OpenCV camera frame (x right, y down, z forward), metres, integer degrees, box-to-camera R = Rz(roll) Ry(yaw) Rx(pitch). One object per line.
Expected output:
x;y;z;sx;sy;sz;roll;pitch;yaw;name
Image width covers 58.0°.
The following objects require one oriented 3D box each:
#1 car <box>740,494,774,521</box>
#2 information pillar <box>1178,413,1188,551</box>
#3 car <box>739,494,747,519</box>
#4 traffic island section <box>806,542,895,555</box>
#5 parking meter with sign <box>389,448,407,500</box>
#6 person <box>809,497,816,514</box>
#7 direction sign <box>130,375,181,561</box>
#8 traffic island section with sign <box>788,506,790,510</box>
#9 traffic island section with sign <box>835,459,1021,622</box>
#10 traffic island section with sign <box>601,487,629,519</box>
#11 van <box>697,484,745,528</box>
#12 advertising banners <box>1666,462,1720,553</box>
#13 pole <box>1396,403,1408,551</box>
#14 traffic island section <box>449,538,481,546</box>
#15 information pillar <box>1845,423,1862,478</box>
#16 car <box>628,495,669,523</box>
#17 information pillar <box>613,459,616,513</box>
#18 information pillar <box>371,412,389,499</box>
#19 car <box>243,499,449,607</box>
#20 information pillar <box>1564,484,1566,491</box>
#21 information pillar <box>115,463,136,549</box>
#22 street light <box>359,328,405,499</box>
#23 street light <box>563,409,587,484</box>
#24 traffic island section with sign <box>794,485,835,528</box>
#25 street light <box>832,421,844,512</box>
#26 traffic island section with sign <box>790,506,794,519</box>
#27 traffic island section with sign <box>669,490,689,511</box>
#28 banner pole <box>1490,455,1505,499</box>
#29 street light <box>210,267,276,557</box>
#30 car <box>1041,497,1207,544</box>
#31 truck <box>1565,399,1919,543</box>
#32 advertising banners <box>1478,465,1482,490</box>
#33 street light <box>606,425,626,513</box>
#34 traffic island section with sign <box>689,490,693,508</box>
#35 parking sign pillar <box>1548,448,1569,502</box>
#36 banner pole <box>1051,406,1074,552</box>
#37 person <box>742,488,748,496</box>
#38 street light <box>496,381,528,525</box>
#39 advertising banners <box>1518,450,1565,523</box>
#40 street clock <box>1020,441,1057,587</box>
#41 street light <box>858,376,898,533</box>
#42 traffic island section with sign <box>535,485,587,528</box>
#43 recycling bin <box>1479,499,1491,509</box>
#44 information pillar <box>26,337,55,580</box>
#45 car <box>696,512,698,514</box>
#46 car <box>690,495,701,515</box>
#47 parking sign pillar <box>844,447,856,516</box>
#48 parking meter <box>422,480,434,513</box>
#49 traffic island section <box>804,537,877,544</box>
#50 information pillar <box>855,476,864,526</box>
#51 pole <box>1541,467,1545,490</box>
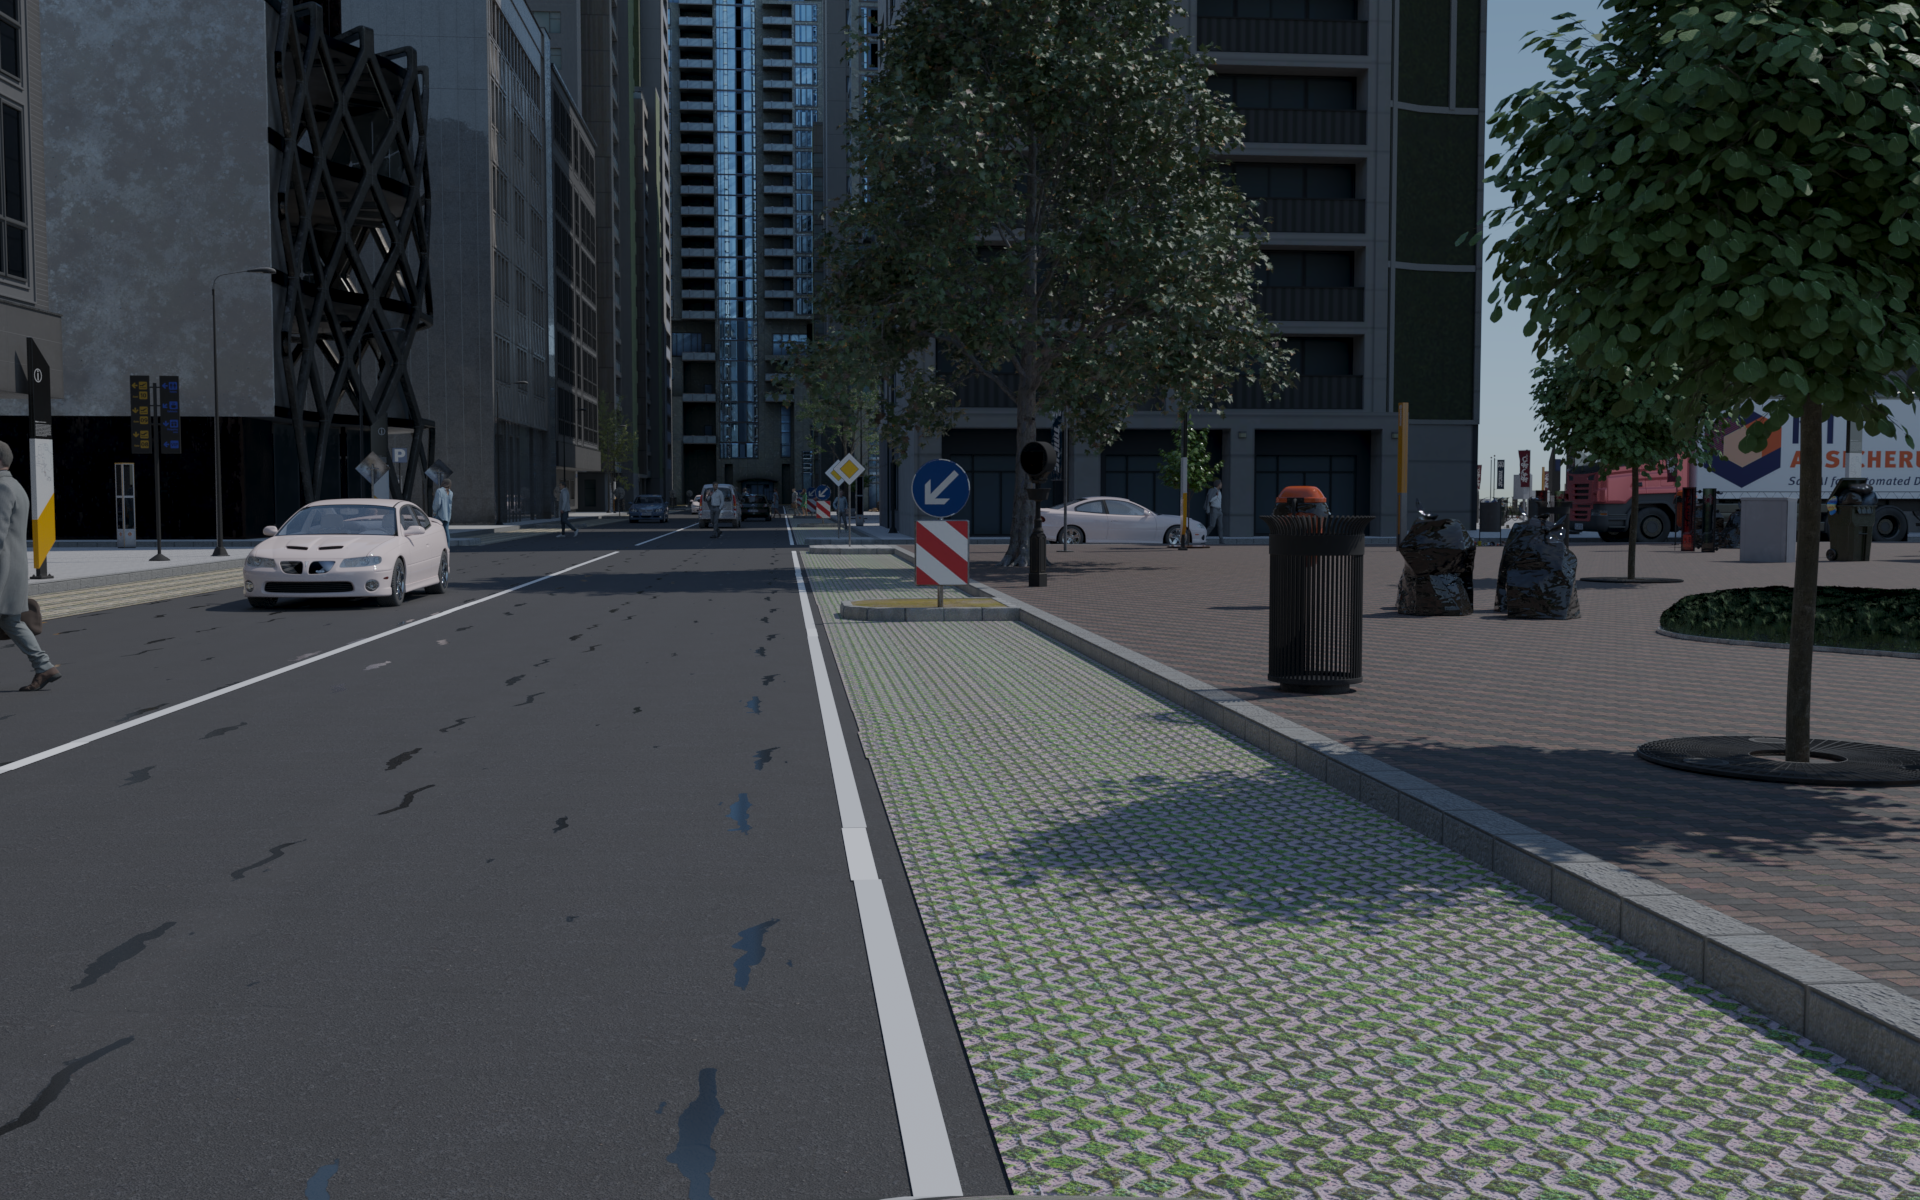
-10.929;-5.040;92.192;2.009;1.686;4.222;0;4;-4;car
5.080;-2.933;39.309;0.183;3.616;0.504;0;4;1;information pillar
-13.062;-5.472;99.252;2.009;1.686;4.222;0;4;-7;car
-2.665;-1.216;42.165;2.009;0.180;2.903;0;4;-6;traffic island section
-21.686;-4.298;66.527;0.543;3.016;1.738;-2;4;-30;parking meter with sign
-10.741;-7.091;125.902;0.593;1.643;0.415;-1;4;-13;person
-15.381;-2.518;33.173;0.876;3.537;0.379;-1;4;-9;direction sign
-14.002;-8.756;151.785;1.989;1.847;2.006;0;4;-6;traffic island section with sign
-0.397;-0.712;20.265;1.989;1.847;2.006;0;4;-6;traffic island section with sign
-19.720;-5.620;100.510;1.989;1.847;2.006;0;4;-6;traffic island section with sign
-10.230;-4.091;73.893;2.013;2.044;4.112;0;4;-5;van
16.352;-2.605;38.783;0.090;3.025;2.074;-1;4;-10;advertising banners
9.905;-2.749;38.783;0.158;3.312;0.155;0;3;0;pole
-14.719;-1.631;48.955;2.009;0.180;2.903;0;4;-6;traffic island section
18.095;-2.675;35.099;0.504;3.616;0.183;-2;4;-35;information pillar
-15.615;-4.588;87.010;2.014;1.417;4.499;0;4;-6;car
-23.085;-7.609;115.762;0.183;3.616;0.504;0;4;-6;information pillar
-16.548;-3.555;49.471;0.504;3.616;0.183;0;4;4;information pillar
-8.204;-0.681;23.497;2.083;1.381;4.827;0;4;-5;car
42.468;-7.140;121.224;0.304;2.012;0.304;1;4;8;information pillar
-19.717;-2.228;40.924;0.304;2.012;0.304;2;4;33;information pillar
-16.221;-4.649;48.556;1.470;5.913;1.316;0;4;-6;street light
-20.970;-7.442;94.213;1.470;5.913;1.316;0;4;-6;street light
-6.018;-4.034;74.577;1.989;1.847;2.006;0;4;-6;traffic island section with sign
-5.059;-6.524;79.215;1.470;5.913;1.316;0;4;-6;street light
-8.790;-5.674;101.389;1.989;1.847;2.006;0;4;-6;traffic island section with sign
-24.937;-8.705;150.960;1.989;1.847;2.006;0;4;-6;traffic island section with sign
34.337;-7.373;110.565;0.863;3.779;0.401;1;4;13;banner pole
-14.723;-3.857;35.602;1.470;5.913;1.316;0;4;-6;street light
4.075;-2.023;45.439;4.827;1.381;2.083;0;4;-6;car
22.161;-3.640;48.426;11.283;4.237;2.839;0;4;-4;truck
30.517;-6.570;103.613;0.090;3.025;2.074;-1;4;-23;advertising banners
-23.213;-8.835;116.987;1.470;5.913;1.316;0;4;-6;street light
-27.761;-10.372;178.211;1.989;1.847;2.006;0;4;-6;traffic island section with sign
32.897;-6.571;95.907;1.447;3.967;1.447;1;4;9;parking sign pillar
2.228;-2.963;38.467;0.401;3.779;0.863;-2;4;-27;banner pole
-13.151;-5.920;105.481;0.721;1.800;0.419;2;4;33;person
-18.465;-6.042;71.331;1.470;5.913;1.316;0;4;-6;street light
22.908;-4.400;68.122;2.074;3.025;0.090;3;5;43;advertising banners
1.079;-1.185;23.949;0.471;2.002;0.358;3;4;38;street clock
-2.728;-5.132;56.450;1.470;5.913;1.316;0;4;-6;street light
-16.949;-3.980;73.697;1.989;1.847;2.006;0;4;-6;traffic island section with sign
28.335;-4.991;94.160;0.722;1.027;0.722;-3;4;-36;recycling bin
-13.864;-2.127;26.127;0.183;3.616;0.504;0;4;1;information pillar
-18.701;-7.089;128.481;1.945;1.354;3.894;0;4;-5;car
-17.923;-6.691;121.764;2.083;1.381;4.827;0;4;-8;car
-6.378;-6.826;100.070;1.447;3.967;1.447;-1;4;-15;parking sign pillar
-21.456;-3.923;69.856;0.399;1.863;0.255;0;4;-2;parking meter
-3.486;-1.702;50.108;2.009;0.180;2.903;0;4;-6;traffic island section
-4.006;-3.950;69.080;0.304;2.012;0.304;-1;4;-9;information pillar
43.498;-8.281;129.240;0.158;3.312;0.155;0;3;0;pole
